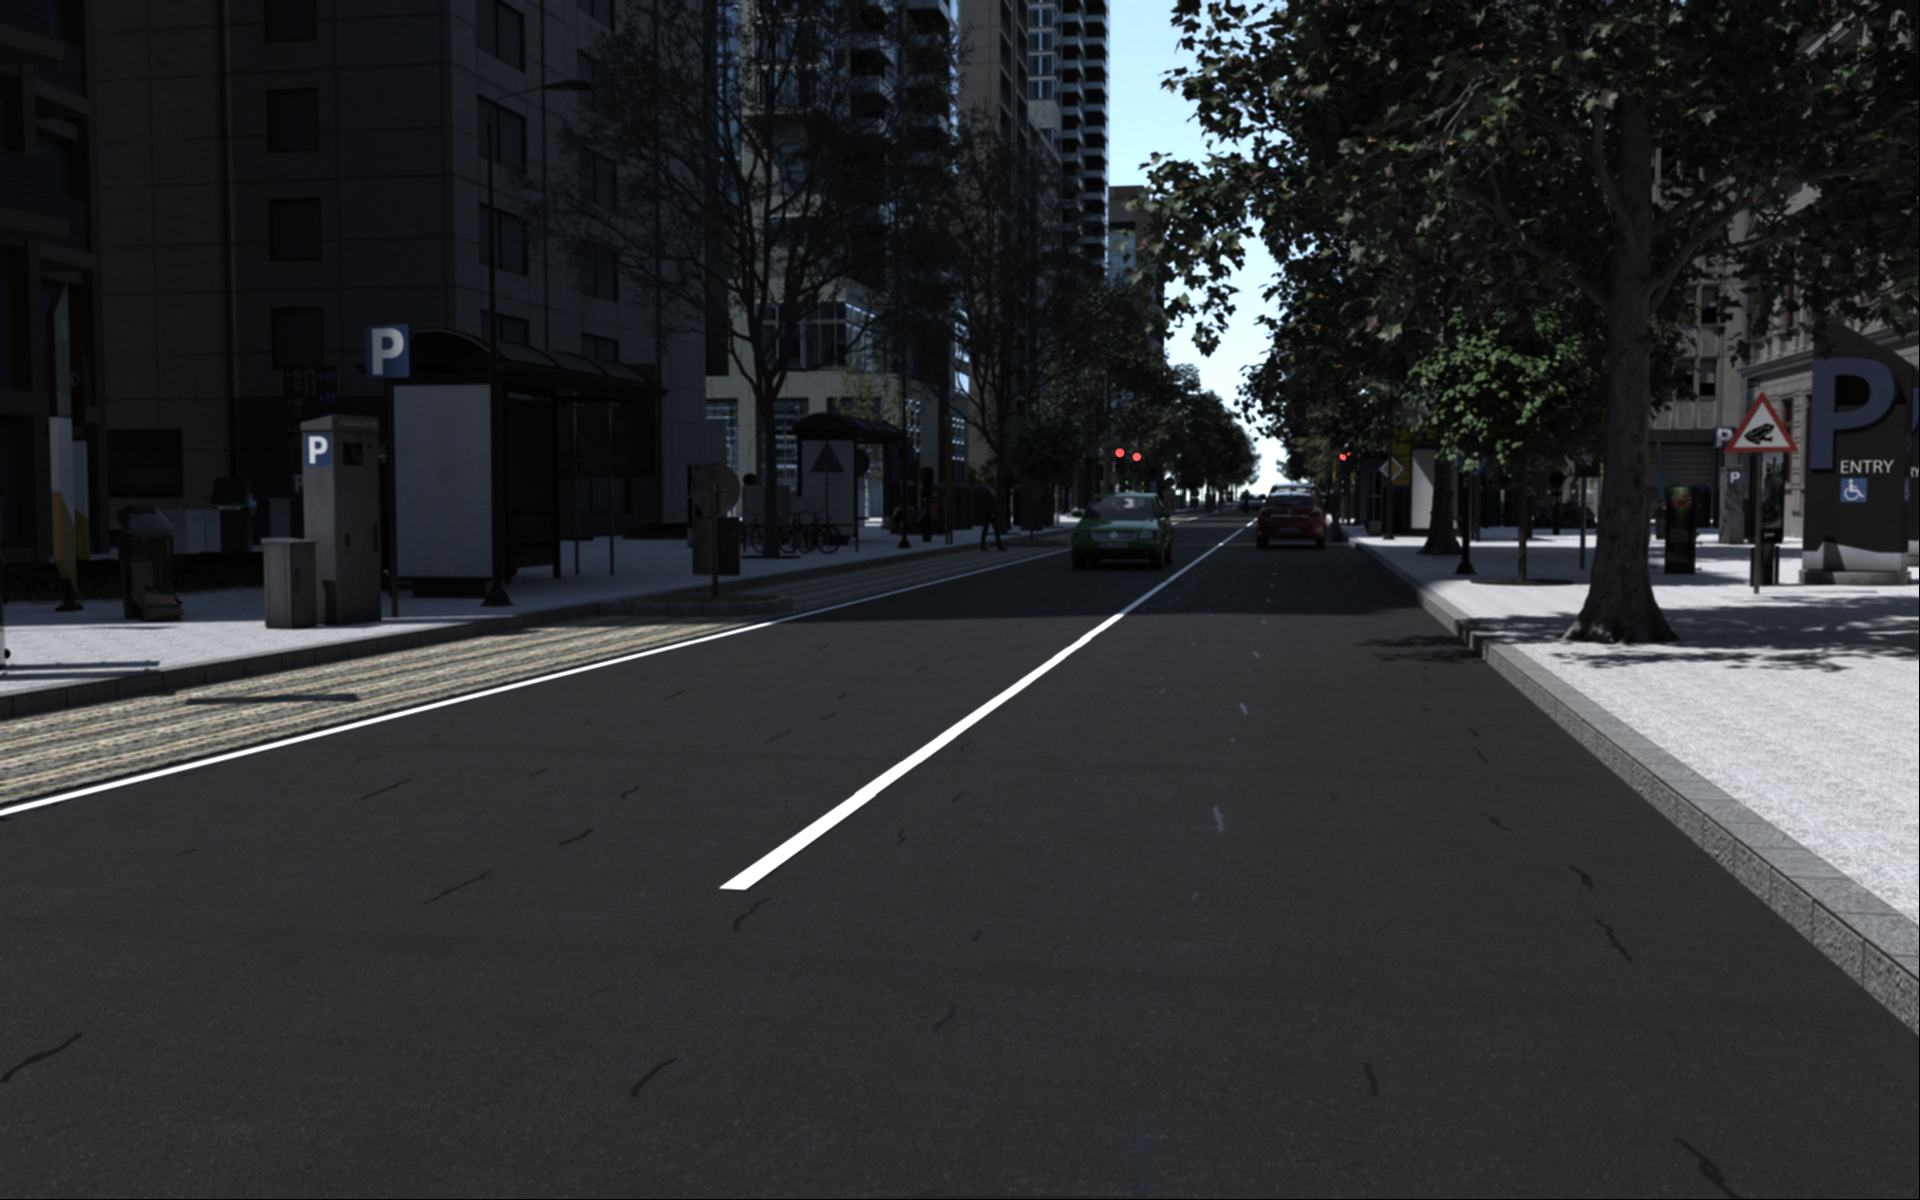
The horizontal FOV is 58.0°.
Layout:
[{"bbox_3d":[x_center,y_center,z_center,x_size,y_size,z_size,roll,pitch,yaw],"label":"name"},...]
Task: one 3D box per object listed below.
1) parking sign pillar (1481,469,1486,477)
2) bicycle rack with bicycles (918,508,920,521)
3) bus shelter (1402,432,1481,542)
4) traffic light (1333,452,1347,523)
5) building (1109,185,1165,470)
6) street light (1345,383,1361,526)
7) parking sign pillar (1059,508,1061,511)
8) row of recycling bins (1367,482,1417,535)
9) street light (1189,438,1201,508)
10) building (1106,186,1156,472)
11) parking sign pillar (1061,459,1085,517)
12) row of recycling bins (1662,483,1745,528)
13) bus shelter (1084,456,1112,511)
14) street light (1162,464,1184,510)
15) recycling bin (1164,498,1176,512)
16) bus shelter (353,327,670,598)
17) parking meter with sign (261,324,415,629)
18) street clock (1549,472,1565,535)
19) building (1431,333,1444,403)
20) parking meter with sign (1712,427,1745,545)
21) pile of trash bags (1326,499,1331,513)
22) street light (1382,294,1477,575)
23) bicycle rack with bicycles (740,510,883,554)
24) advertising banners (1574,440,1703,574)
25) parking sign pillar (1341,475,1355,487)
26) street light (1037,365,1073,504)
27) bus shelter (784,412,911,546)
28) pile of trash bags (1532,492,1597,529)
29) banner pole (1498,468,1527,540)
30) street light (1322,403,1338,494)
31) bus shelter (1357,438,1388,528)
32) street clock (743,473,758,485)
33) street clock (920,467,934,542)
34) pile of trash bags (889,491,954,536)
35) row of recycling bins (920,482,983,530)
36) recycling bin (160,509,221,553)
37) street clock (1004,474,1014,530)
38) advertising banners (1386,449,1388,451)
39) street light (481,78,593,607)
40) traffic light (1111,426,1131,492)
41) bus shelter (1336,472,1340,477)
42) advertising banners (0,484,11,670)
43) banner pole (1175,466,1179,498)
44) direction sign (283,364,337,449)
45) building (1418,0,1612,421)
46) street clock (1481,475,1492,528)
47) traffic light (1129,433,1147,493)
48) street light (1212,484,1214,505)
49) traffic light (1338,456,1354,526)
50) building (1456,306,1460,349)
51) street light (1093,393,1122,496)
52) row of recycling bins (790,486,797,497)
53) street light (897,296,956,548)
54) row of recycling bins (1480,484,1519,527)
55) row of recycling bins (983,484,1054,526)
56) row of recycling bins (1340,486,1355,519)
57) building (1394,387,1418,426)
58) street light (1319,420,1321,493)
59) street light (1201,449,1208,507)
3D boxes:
[{"bbox_3d":[31.273,-7.115,104.799,1.447,3.967,1.447,-1,4,-12],"label":"parking sign pillar"},{"bbox_3d":[-1.537,-3.257,66.639,2.925,0.926,2.852,-1,4,-10],"label":"bicycle rack with bicycles"},{"bbox_3d":[13.690,-3.369,49.009,2.014,3.302,5.546,1,4,11],"label":"bus shelter"},{"bbox_3d":[17.210,-5.437,77.821,0.839,4.253,0.868,1,4,11],"label":"traffic light"},{"bbox_3d":[21.003,-39.852,275.280,21.300,48.544,21.600,1,4,11],"label":"building"},{"bbox_3d":[11.565,-4.663,48.777,1.470,5.913,1.316,1,4,11],"label":"street light"},{"bbox_3d":[8.395,-8.871,133.505,1.447,3.967,1.447,-3,5,-40],"label":"parking sign pillar"},{"bbox_3d":[14.031,-2.966,55.605,1.069,1.692,3.534,-1,4,-10],"label":"row of recycling bins"},{"bbox_3d":[18.934,-10.461,143.574,1.470,5.913,1.316,1,4,11],"label":"street light"},{"bbox_3d":[21.495,-37.084,256.427,14.600,45.320,14.200,1,4,11],"label":"building"},{"bbox_3d":[6.663,-6.641,97.054,1.447,3.967,1.447,0,4,-8],"label":"parking sign pillar"},{"bbox_3d":[28.620,-3.602,66.001,3.534,1.692,1.069,2,4,33],"label":"row of recycling bins"},{"bbox_3d":[8.733,-7.164,108.407,1.731,3.624,6.357,1,4,11],"label":"bus shelter"},{"bbox_3d":[14.894,-9.169,122.462,1.470,5.913,1.316,1,4,11],"label":"street light"},{"bbox_3d":[15.307,-6.985,126.762,0.722,1.027,0.722,3,5,41],"label":"recycling bin"},{"bbox_3d":[-5.917,-1.828,23.813,2.014,3.302,5.546,1,4,11],"label":"bus shelter"},{"bbox_3d":[-6.159,-1.278,17.163,0.543,3.016,1.738,1,4,20],"label":"parking meter with sign"},{"bbox_3d":[18.785,-3.055,54.522,0.471,2.002,0.358,1,4,15],"label":"street clock"},{"bbox_3d":[55.843,-32.187,176.363,14.600,45.320,14.200,1,4,11],"label":"building"},{"bbox_3d":[19.779,-2.948,44.453,0.543,3.016,1.738,1,4,10],"label":"parking meter with sign"},{"bbox_3d":[26.852,-6.692,119.160,1.912,1.369,3.447,-3,5,-44],"label":"pile of trash bags"},{"bbox_3d":[7.561,-3.371,27.657,1.470,5.913,1.316,1,4,11],"label":"street light"},{"bbox_3d":[-3.503,-1.507,38.028,2.852,0.926,2.925,-3,5,-42],"label":"bicycle rack with bicycles"},{"bbox_3d":[10.896,-1.946,28.011,2.074,3.025,0.090,1,4,17],"label":"advertising banners"},{"bbox_3d":[29.616,-8.799,132.327,1.447,3.967,1.447,-2,4,-31],"label":"parking sign pillar"},{"bbox_3d":[3.346,-5.485,62.226,1.470,5.913,1.316,1,4,11],"label":"street light"},{"bbox_3d":[-2.867,-3.165,45.664,2.014,3.302,5.546,1,4,11],"label":"bus shelter"},{"bbox_3d":[22.140,-3.358,64.650,3.447,1.369,1.912,-3,4,-36],"label":"pile of trash bags"},{"bbox_3d":[15.411,-3.564,48.284,0.863,3.779,0.401,3,4,36],"label":"banner pole"},{"bbox_3d":[15.477,-5.956,69.914,1.470,5.913,1.316,1,4,11],"label":"street light"},{"bbox_3d":[15.182,-4.171,62.113,2.014,3.302,5.546,1,4,11],"label":"bus shelter"},{"bbox_3d":[-7.370,-3.444,60.881,0.471,2.002,0.358,-2,4,-29],"label":"street clock"},{"bbox_3d":[-0.883,-2.557,46.382,0.358,2.002,0.471,-1,4,-21],"label":"street clock"},{"bbox_3d":[-1.112,-2.753,54.761,1.912,1.369,3.447,-1,4,-10],"label":"pile of trash bags"},{"bbox_3d":[-0.427,-3.367,62.156,1.069,1.692,3.534,1,4,22],"label":"row of recycling bins"},{"bbox_3d":[-12.752,-0.984,28.635,0.722,1.027,0.722,1,4,22],"label":"recycling bin"},{"bbox_3d":[1.720,-3.515,62.034,0.358,2.002,0.471,3,4,39],"label":"street clock"},{"bbox_3d":[16.335,-4.261,65.862,0.090,3.025,2.074,0,4,6],"label":"advertising banners"},{"bbox_3d":[-4.789,-2.879,19.616,1.470,5.913,1.316,1,4,11],"label":"street light"},{"bbox_3d":[6.655,-5.063,71.693,0.839,4.253,0.868,1,4,11],"label":"traffic light"},{"bbox_3d":[32.923,-9.378,147.255,2.014,3.302,5.546,1,4,11],"label":"bus shelter"},{"bbox_3d":[-6.785,-0.967,12.002,0.090,3.025,2.074,-2,4,-23],"label":"advertising banners"},{"bbox_3d":[17.294,-9.075,138.392,0.401,3.779,0.863,-1,4,-15],"label":"banner pole"},{"bbox_3d":[-11.370,-2.348,30.390,0.876,3.537,0.379,-2,4,-28],"label":"direction sign"},{"bbox_3d":[63.170,-40.038,196.624,21.231,58.520,28.212,1,4,11],"label":"building"},{"bbox_3d":[19.791,-3.707,65.181,0.358,2.002,0.471,3,5,42],"label":"street clock"},{"bbox_3d":[8.160,-5.542,79.536,0.839,4.253,0.868,1,4,11],"label":"traffic light"},{"bbox_3d":[25.203,-12.460,176.262,1.470,5.913,1.316,1,4,11],"label":"street light"},{"bbox_3d":[15.705,-4.958,69.979,0.839,4.253,0.868,1,4,11],"label":"traffic light"},{"bbox_3d":[52.699,-23.935,163.033,14.160,30.474,14.107,1,4,11],"label":"building"},{"bbox_3d":[6.741,-6.563,79.839,1.470,5.913,1.316,1,4,11],"label":"street light"},{"bbox_3d":[-8.677,-4.892,87.093,3.534,1.692,1.069,-2,4,-26],"label":"row of recycling bins"},{"bbox_3d":[-0.785,-4.171,40.736,1.470,5.913,1.316,1,4,11],"label":"street light"},{"bbox_3d":[20.559,-3.757,68.545,3.534,1.692,1.069,1,4,18],"label":"row of recycling bins"},{"bbox_3d":[2.099,-3.844,69.970,3.534,1.692,1.069,-1,4,-14],"label":"row of recycling bins"},{"bbox_3d":[20.912,-5.085,90.257,1.069,1.692,3.534,-2,4,-27],"label":"row of recycling bins"},{"bbox_3d":[72.688,-35.592,265.531,14.154,41.232,14.086,1,4,11],"label":"building"},{"bbox_3d":[18.985,-7.050,87.804,1.470,5.913,1.316,1,4,11],"label":"street light"},{"bbox_3d":[21.179,-11.153,154.886,1.470,5.913,1.316,1,4,11],"label":"street light"}]
